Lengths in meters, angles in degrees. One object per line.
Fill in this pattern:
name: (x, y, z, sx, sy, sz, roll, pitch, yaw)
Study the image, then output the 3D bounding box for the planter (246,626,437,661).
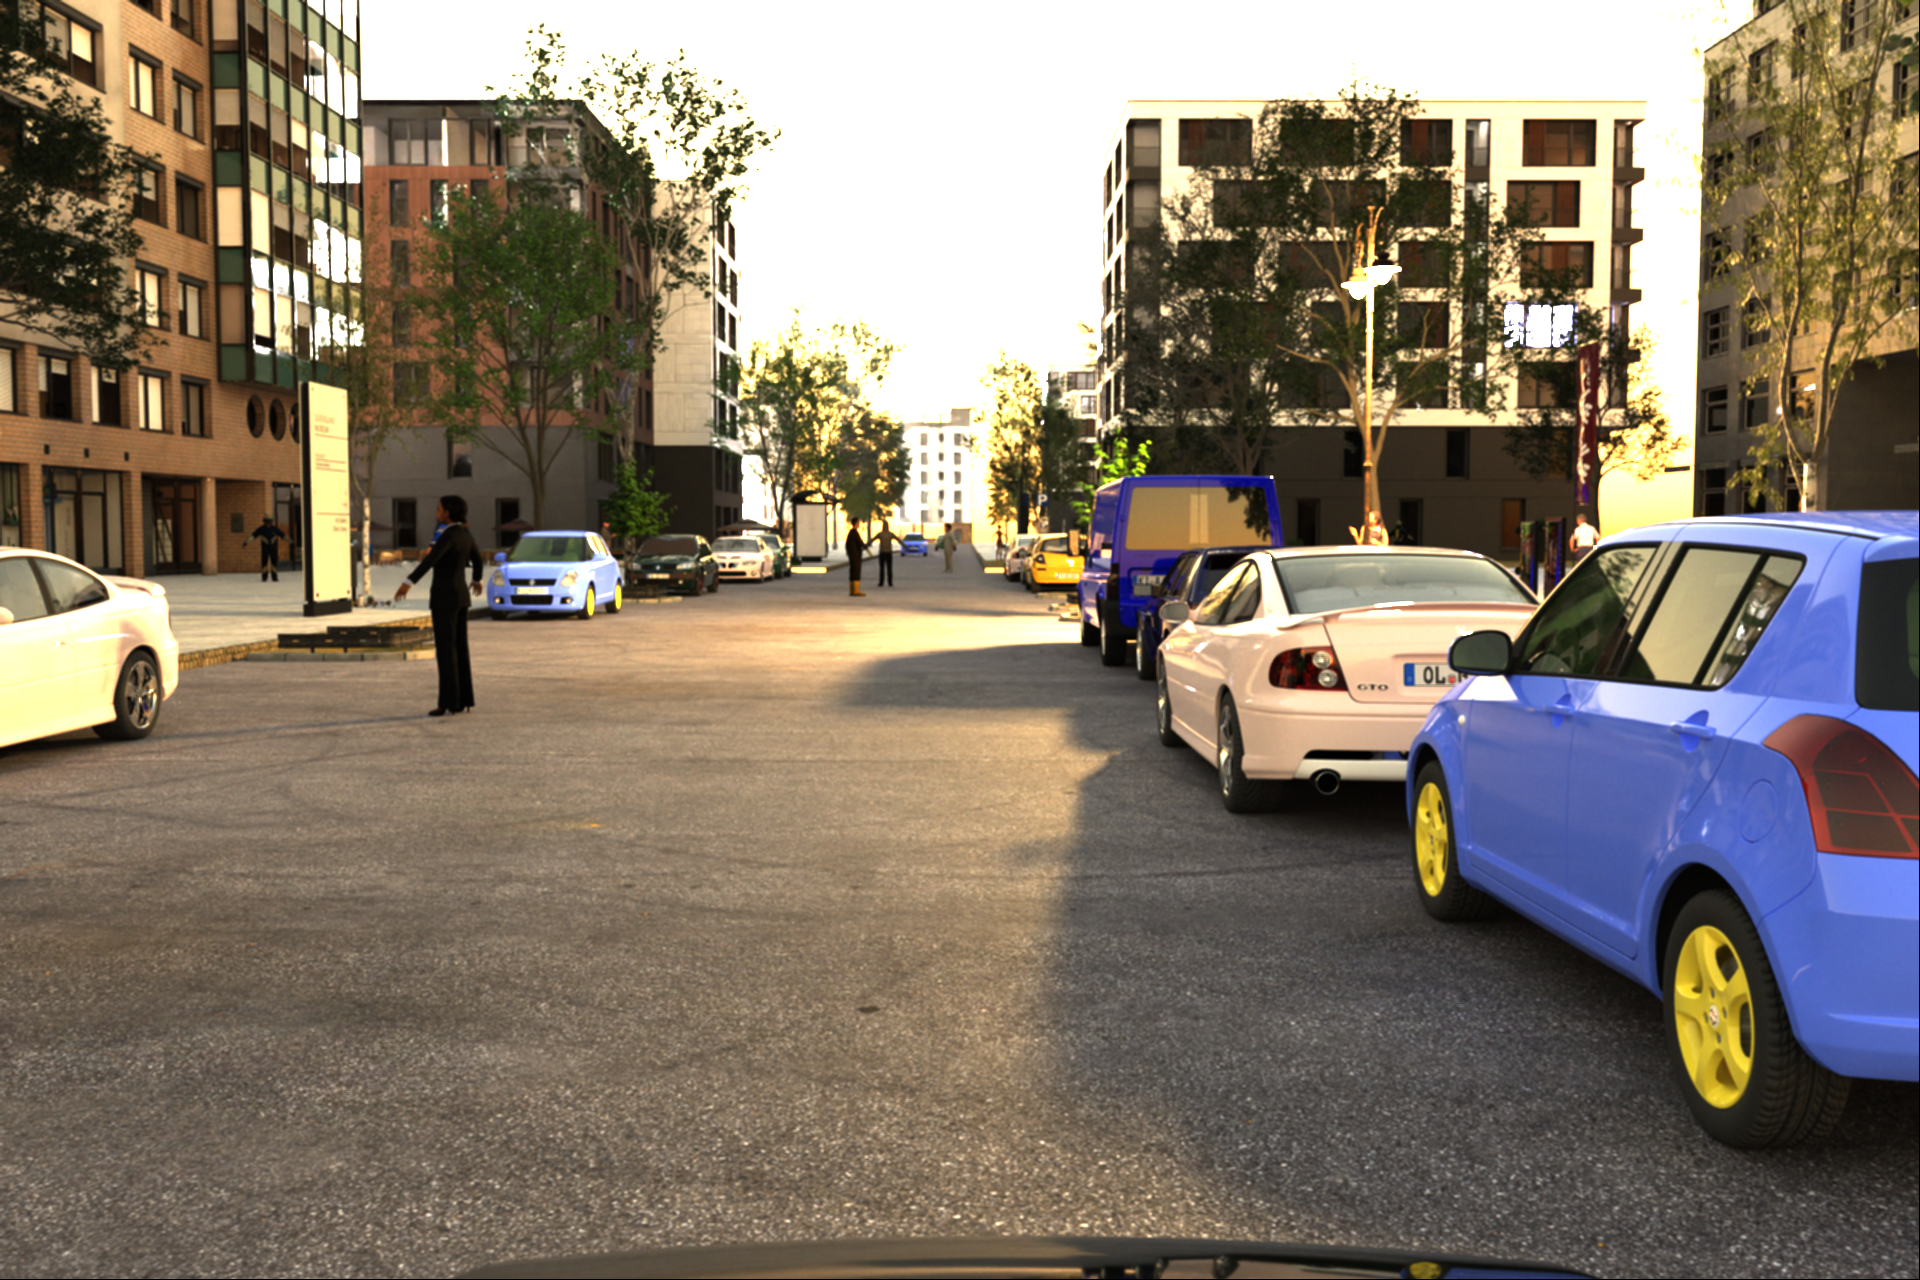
planter: (-7.055, 0.041, 20.470, 1.991, 0.319, 1.994, 0, 4, 0)

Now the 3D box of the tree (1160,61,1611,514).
tree: (8.175, -6.068, 33.623, 8.767, 10.594, 7.601, 0, 4, 5)

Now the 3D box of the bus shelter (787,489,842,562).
bus shelter: (-6.792, -5.351, 81.413, 2.014, 3.302, 5.546, 0, 4, 1)

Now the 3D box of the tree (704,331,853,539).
tree: (-9.383, -10.023, 89.636, 9.928, 11.665, 9.643, 0, 3, 0)

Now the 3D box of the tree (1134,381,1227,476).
tree: (9.089, -7.615, 74.873, 4.360, 8.622, 3.978, 0, 3, 0)

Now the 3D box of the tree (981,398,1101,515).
tree: (5.572, -11.317, 119.445, 8.767, 10.594, 7.601, 0, 4, 3)

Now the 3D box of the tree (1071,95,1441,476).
tree: (8.301, -8.511, 49.523, 12.009, 13.543, 11.850, 0, 3, 0)

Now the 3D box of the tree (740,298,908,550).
tree: (-10.921, -17.328, 139.207, 12.611, 20.169, 13.585, 0, 3, 0)

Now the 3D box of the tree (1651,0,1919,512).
tree: (8.675, -4.136, 17.978, 4.360, 8.622, 3.978, 0, 3, 0)

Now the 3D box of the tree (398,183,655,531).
tree: (-12.678, -7.707, 51.758, 9.928, 11.665, 9.643, 0, 3, 0)

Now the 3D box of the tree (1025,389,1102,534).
tree: (5.284, -8.434, 88.255, 4.360, 8.622, 3.978, 0, 3, 0)

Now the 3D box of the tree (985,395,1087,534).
tree: (5.894, -12.570, 131.274, 9.928, 11.665, 9.643, 0, 3, 0)

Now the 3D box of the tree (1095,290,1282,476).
tree: (8.560, -7.929, 64.055, 7.601, 10.594, 8.767, -2, 4, -25)

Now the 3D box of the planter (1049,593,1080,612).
planter: (2.703, -0.709, 32.734, 1.991, 0.319, 1.994, 0, 4, -1)

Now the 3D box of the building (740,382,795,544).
building: (-26.970, -22.019, 216.436, 16.016, 20.090, 11.380, 0, 4, 1)

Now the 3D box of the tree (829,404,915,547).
tree: (-9.076, -16.185, 171.284, 9.857, 13.997, 8.962, 0, 3, 0)

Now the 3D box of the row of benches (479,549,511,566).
row of benches: (-19.056, -3.391, 70.909, 1.422, 0.672, 4.104, -2, 4, -28)

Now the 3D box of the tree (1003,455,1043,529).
tree: (5.672, -12.276, 151.080, 4.737, 8.622, 4.395, 0, 3, 0)

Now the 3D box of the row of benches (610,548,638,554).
row of benches: (-15.684, -3.799, 77.572, 1.422, 0.672, 4.104, 2, 4, 29)

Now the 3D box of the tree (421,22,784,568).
tree: (-13.380, -12.804, 65.235, 12.611, 20.169, 13.585, 0, 3, 0)

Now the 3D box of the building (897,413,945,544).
building: (-9.254, -24.700, 262.715, 11.380, 20.090, 16.016, 0, 4, 6)

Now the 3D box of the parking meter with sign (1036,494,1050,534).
parking meter with sign: (3.565, -4.750, 73.926, 0.543, 3.016, 1.738, 0, 4, -1)

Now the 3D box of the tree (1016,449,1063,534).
tree: (6.051, -11.796, 143.227, 4.360, 8.622, 3.978, 0, 3, 0)

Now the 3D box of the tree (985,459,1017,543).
tree: (7.338, -20.825, 258.616, 7.486, 12.596, 7.792, 0, 3, 0)

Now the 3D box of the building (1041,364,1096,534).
building: (24.343, -23.273, 224.494, 27.936, 21.610, 32.646, 0, 4, 0)

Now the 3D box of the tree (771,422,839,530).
tree: (-9.112, -9.628, 107.777, 4.360, 8.622, 3.978, 0, 3, 0)

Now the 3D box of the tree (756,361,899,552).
tree: (-9.326, -12.923, 121.657, 12.009, 13.543, 11.850, 0, 3, 0)

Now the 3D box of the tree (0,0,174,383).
tree: (-13.109, -5.266, 20.509, 7.601, 10.594, 8.767, 0, 4, -8)

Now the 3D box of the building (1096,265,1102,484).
building: (24.665, -18.048, 139.064, 27.936, 21.610, 32.646, 0, 3, 0)

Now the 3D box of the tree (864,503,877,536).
tree: (-14.328, -19.060, 261.996, 4.737, 8.622, 4.395, 0, 3, 0)

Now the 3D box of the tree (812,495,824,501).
tree: (-21.606, -18.925, 259.780, 4.360, 8.622, 3.978, 0, 3, 0)

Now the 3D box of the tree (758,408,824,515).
tree: (-9.416, -9.155, 100.051, 4.360, 8.622, 3.978, 0, 3, 0)

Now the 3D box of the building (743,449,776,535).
building: (-24.147, -14.843, 184.836, 9.099, 9.664, 28.070, 0, 4, -1)

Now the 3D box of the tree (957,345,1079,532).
tree: (5.920, -19.337, 172.053, 12.611, 20.169, 13.585, 0, 3, 0)

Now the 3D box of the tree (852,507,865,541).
tree: (-14.439, -18.673, 255.671, 4.737, 8.622, 4.395, 0, 3, 0)

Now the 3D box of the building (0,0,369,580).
building: (-32.706, -14.459, 42.971, 21.656, 26.213, 47.522, 0, 4, 1)

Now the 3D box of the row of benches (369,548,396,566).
row of benches: (-24.069, -3.463, 72.076, 1.422, 0.672, 4.104, -2, 4, -26)

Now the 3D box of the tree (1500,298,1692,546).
tree: (25.011, -8.200, 68.480, 7.601, 10.594, 8.767, 0, 4, 7)

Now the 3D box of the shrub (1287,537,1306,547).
shrub: (13.918, -3.718, 71.902, 1.383, 1.207, 1.383, 0, 3, 0)

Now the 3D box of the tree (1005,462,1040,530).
tree: (5.755, -12.737, 158.613, 4.360, 8.622, 3.978, 0, 3, 0)

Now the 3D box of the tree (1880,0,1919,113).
tree: (8.497, -6.184, 7.764, 9.857, 13.997, 8.962, 0, 3, 0)

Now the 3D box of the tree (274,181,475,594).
tree: (-12.754, -5.273, 36.576, 4.360, 8.622, 3.978, 0, 3, 0)

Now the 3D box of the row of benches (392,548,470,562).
row of benches: (-24.458, -3.944, 79.947, 1.422, 0.672, 4.104, 2, 4, 33)

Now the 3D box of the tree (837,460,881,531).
tree: (-9.627, -12.813, 159.859, 4.737, 8.622, 4.395, 0, 3, 0)

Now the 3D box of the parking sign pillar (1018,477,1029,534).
parking sign pillar: (3.026, -5.769, 82.788, 1.447, 3.967, 1.447, 0, 4, -2)
